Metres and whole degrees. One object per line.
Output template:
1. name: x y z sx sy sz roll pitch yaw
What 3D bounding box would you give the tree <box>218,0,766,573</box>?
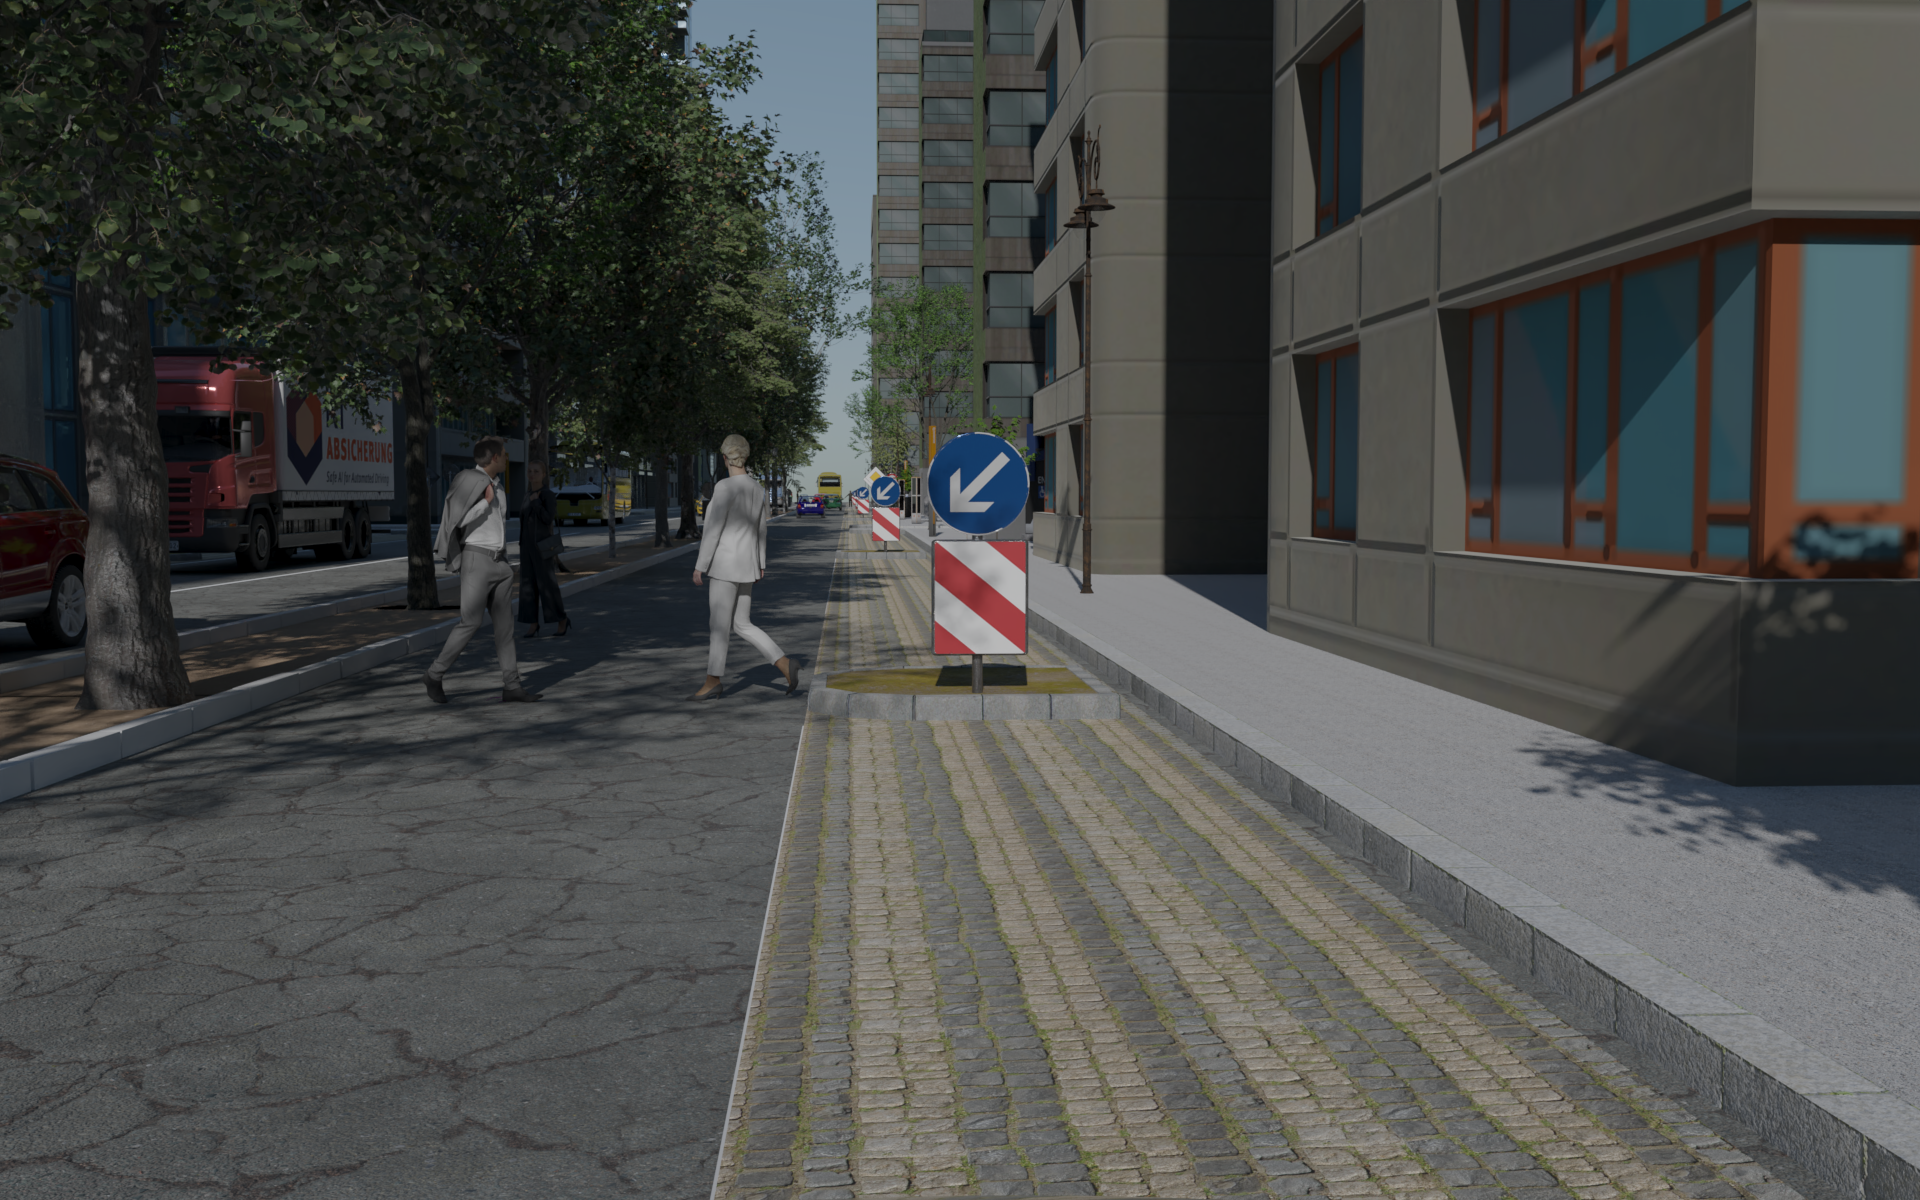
1. tree: -7.606 -6.820 30.967 9.611 12.733 9.660 0 3 0

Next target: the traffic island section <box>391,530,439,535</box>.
1. traffic island section: -19.109 -2.453 62.380 2.009 0.180 2.903 0 4 -4

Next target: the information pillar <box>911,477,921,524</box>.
1. information pillar: -1.882 -4.287 74.579 0.304 2.012 0.304 3 5 39

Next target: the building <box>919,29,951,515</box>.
1. building: 4.282 -20.826 112.207 14.160 30.474 14.107 0 4 -4

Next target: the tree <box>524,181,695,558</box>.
1. tree: -7.805 -5.246 38.595 4.737 8.622 4.395 0 3 0

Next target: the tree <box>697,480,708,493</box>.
1. tree: -30.558 -13.049 207.960 1.663 3.219 1.824 0 3 0

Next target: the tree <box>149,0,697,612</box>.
1. tree: -6.759 -5.686 21.182 9.928 11.665 9.643 0 3 0

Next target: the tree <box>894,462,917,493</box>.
1. tree: -3.255 -6.637 103.115 1.663 3.219 1.824 0 3 0

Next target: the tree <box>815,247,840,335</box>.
1. tree: -8.644 -8.271 54.702 9.611 12.733 9.660 0 3 0

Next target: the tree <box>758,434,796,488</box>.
1. tree: -13.461 -10.542 125.181 4.737 8.622 4.395 0 3 0

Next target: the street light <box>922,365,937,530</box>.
1. street light: -1.079 -5.465 62.141 0.468 5.910 1.993 0 4 -4

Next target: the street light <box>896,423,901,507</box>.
1. street light: -3.801 -8.152 106.075 0.468 5.910 1.993 0 4 -4

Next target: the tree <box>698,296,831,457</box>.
1. tree: -10.522 -8.939 83.021 8.767 10.594 7.601 0 4 -4

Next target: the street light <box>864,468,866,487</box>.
1. street light: -13.964 -17.814 264.047 0.468 5.910 1.993 0 4 -4

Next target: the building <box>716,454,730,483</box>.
1. building: -49.399 -26.344 275.763 27.650 21.520 28.899 0 4 -4

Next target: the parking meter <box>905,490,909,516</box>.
1. parking meter: -3.132 -5.646 100.726 0.372 1.533 0.369 0 3 0

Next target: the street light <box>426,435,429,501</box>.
1. street light: -21.705 -5.981 70.569 0.468 5.910 1.993 0 4 -4

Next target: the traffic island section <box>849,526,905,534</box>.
1. traffic island section: -3.051 -2.516 63.411 2.009 0.180 2.903 0 4 -4

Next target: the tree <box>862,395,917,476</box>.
1. tree: -5.029 -10.882 128.289 4.737 8.622 4.395 0 3 0

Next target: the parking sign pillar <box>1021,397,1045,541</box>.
1. parking sign pillar: 2.417 -3.618 47.629 1.447 3.967 1.447 -3 5 -45

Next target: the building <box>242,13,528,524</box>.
1. building: -33.393 -28.002 81.534 21.300 48.544 21.600 0 4 -4

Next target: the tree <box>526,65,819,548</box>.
1. tree: -7.767 -7.623 45.221 7.486 12.596 7.792 0 3 0

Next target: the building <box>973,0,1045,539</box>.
1. building: 7.280 -17.351 55.390 14.160 30.474 14.107 0 4 -4

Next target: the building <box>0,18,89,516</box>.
1. building: -36.699 -26.181 47.663 30.456 49.044 23.786 0 4 -4

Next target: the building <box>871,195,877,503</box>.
1. building: -2.799 -39.264 265.662 21.300 48.544 21.600 0 4 -4

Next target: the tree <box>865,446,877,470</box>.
1. tree: -10.823 -17.356 234.131 4.360 8.622 3.978 0 3 0

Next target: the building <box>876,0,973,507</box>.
1. building: 0.398 -27.757 137.414 14.154 41.232 14.086 0 4 -4

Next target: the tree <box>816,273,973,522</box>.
1. tree: -1.230 -9.480 80.751 9.928 11.665 9.643 0 3 0

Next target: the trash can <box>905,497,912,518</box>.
1. trash can: -2.932 -5.041 94.076 0.748 1.137 0.748 0 3 0

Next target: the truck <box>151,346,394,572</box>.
1. truck: -14.202 -2.825 35.111 2.839 4.237 11.283 0 4 -3

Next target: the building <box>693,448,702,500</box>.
1. building: -39.310 -32.285 211.448 14.154 41.232 14.086 0 4 -4

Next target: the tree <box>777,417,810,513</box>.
1. tree: -14.433 -11.709 144.258 4.360 8.622 3.978 0 3 0

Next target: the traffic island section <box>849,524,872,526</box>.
1. traffic island section: -3.567 -3.003 71.379 2.009 0.180 2.903 0 4 -4

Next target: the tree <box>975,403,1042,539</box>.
1. tree: 0.748 -2.607 37.220 1.663 3.219 1.824 0 3 0

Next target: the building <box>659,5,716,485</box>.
1. building: -45.400 -56.908 243.111 22.319 86.520 31.000 0 4 -4

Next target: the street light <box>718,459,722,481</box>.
1. street light: -31.999 -15.766 230.555 0.468 5.910 1.993 0 4 -4

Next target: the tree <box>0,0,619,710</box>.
1. tree: -5.544 -6.244 11.195 9.857 13.997 8.962 0 3 0

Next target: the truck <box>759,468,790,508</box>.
1. truck: -19.932 -12.051 186.791 2.967 4.110 18.799 0 4 -3

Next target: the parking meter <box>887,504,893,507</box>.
1. parking meter: -4.311 -5.974 106.081 0.372 1.533 0.369 0 3 0

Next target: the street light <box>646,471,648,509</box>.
1. street light: -26.547 -10.639 146.729 0.468 5.910 1.993 0 4 -4

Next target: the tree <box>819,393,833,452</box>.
1. tree: -11.568 -11.255 104.596 7.486 12.596 7.792 0 3 0

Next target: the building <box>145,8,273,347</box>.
1. building: -37.032 -30.319 115.319 23.786 49.044 30.456 0 4 -4

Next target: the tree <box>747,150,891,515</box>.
1. tree: -10.323 -14.431 94.294 12.611 20.169 13.585 0 3 0

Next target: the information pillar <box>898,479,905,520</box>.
1. information pillar: -2.939 -5.046 86.996 0.304 2.012 0.304 0 4 -6

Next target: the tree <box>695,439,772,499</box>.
1. tree: -8.839 -6.672 61.901 4.360 8.622 3.978 0 3 0

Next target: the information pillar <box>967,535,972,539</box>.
1. information pillar: 0.367 -2.465 44.787 0.304 2.012 0.304 2 4 28

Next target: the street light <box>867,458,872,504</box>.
1. street light: -11.341 -15.263 222.336 0.468 5.910 1.993 0 4 -4

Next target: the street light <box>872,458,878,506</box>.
1. street light: -8.663 -12.781 181.757 0.468 5.910 1.993 0 4 -4

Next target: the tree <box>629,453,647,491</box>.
1. tree: -27.342 -11.739 142.295 4.360 8.622 3.978 0 3 0

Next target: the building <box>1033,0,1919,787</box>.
1. building: 16.262 -10.836 22.212 27.650 21.520 28.899 0 4 -4

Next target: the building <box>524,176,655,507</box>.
1. building: -40.668 -32.974 158.736 23.786 49.044 30.456 0 4 -4

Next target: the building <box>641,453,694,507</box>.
1. building: -44.450 -21.112 190.221 27.650 21.520 28.899 0 4 -4
